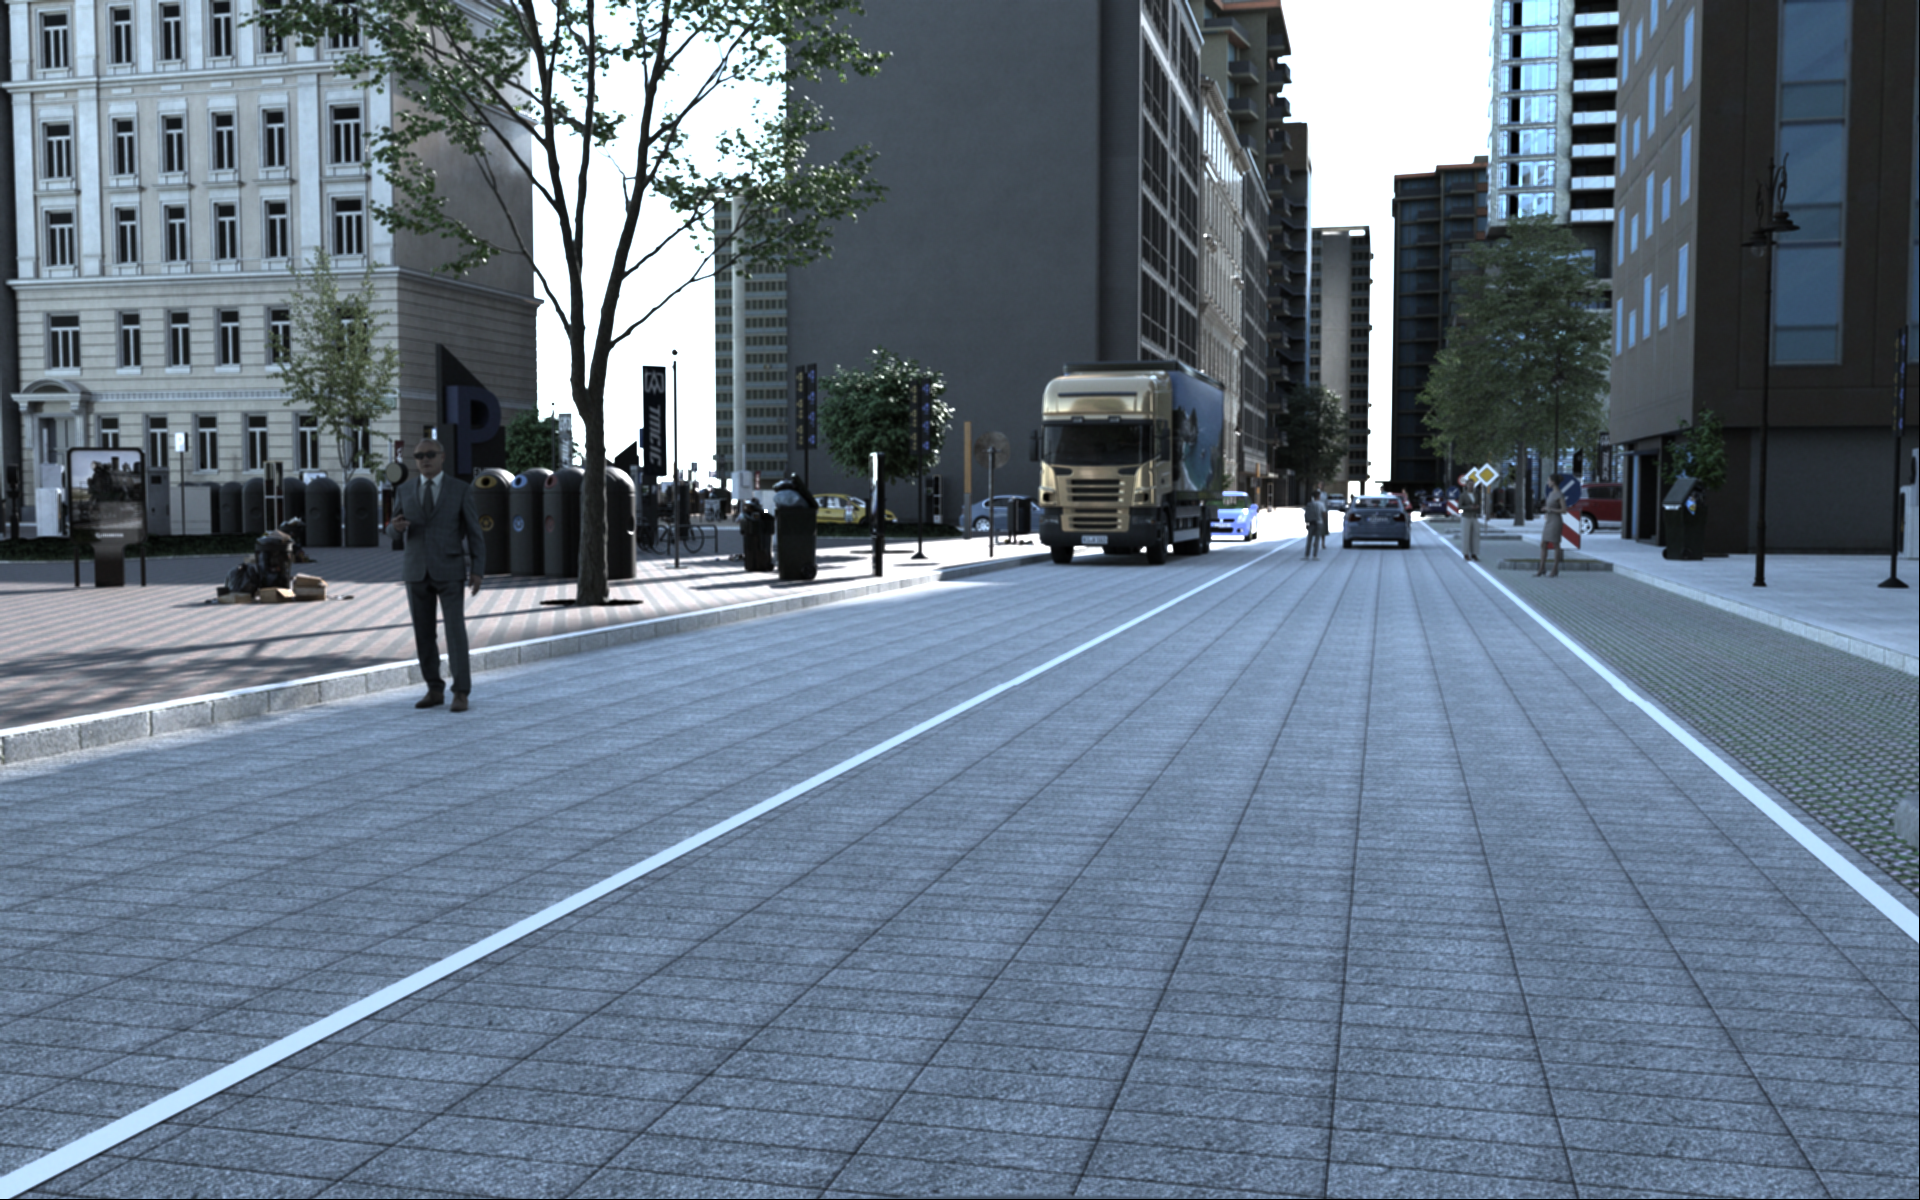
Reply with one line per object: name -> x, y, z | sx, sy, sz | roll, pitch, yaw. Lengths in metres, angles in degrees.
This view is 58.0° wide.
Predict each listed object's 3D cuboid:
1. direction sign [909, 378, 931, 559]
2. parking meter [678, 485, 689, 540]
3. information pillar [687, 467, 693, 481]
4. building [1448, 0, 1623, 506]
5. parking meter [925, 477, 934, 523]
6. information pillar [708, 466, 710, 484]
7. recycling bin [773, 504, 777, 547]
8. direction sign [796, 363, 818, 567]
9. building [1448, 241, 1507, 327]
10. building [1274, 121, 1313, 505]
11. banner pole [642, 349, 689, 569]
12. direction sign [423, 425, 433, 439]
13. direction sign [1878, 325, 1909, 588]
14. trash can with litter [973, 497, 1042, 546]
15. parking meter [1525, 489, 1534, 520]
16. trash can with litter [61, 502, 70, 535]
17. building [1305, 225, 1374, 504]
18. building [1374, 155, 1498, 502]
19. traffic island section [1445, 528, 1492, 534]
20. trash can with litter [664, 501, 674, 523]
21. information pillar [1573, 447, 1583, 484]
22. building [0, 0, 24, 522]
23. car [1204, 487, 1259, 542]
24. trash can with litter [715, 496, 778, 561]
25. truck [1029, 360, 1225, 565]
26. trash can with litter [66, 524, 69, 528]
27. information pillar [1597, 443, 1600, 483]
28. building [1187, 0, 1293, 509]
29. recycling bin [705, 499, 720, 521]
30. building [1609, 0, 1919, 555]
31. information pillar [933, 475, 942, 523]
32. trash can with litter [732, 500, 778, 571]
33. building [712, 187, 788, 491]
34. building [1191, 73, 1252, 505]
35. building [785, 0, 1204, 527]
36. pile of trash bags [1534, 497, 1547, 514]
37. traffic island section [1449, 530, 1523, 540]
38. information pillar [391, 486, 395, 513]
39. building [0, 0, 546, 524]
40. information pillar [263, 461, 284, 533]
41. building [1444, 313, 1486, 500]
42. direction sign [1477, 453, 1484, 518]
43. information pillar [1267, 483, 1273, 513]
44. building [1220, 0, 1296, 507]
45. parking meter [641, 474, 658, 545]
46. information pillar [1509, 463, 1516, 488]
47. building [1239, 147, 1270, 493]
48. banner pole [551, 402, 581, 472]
direction sign -> -0.789, -2.582, 34.220 | 0.379, 3.537, 0.876 | -2, 4, -28
parking meter -> -7.784, -2.451, 48.482 | 0.372, 1.533, 0.369 | 0, 3, 0
information pillar -> -23.452, -9.723, 150.329 | 0.504, 3.616, 0.183 | 1, 4, 15
building -> 54.003, -50.982, 146.220 | 22.319, 86.520, 31.000 | 1, 4, 14
parking meter -> -1.019, -3.189, 57.850 | 0.255, 1.863, 0.399 | 0, 4, -6
information pillar -> -20.626, -9.231, 142.282 | 0.183, 3.616, 0.504 | 0, 4, -2
recycling bin -> -4.131, -1.819, 42.300 | 0.722, 1.027, 0.722 | 1, 4, 10
direction sign -> -2.700, -2.352, 30.451 | 0.379, 3.537, 0.876 | -2, 4, -28
building -> 63.056, -26.110, 198.597 | 14.160, 30.474, 14.107 | 1, 4, 14
building -> 34.169, -33.994, 205.907 | 14.200, 45.320, 14.600 | 1, 4, 14
banner pole -> -5.090, -2.431, 29.757 | 0.863, 3.779, 0.401 | -3, 4, -37
direction sign -> -17.322, -3.995, 57.323 | 0.379, 3.537, 0.876 | 3, 5, 44
direction sign -> 12.820, -1.938, 23.689 | 0.379, 3.537, 0.876 | 1, 4, 20
trash can with litter -> 1.324, -2.013, 43.963 | 1.678, 1.210, 2.233 | -1, 4, -12
parking meter -> 27.799, -4.654, 84.504 | 0.372, 1.533, 0.369 | 0, 3, 0
trash can with litter -> -28.066, -2.619, 54.202 | 0.624, 1.170, 1.055 | 2, 4, 27
building -> 44.128, -33.336, 236.920 | 23.993, 40.220, 32.217 | 1, 4, 14
building -> 69.193, -34.941, 225.911 | 28.867, 44.769, 22.147 | 1, 4, 14
traffic island section -> 18.658, -2.481, 62.845 | 2.009, 0.180, 2.903 | 1, 4, 14
trash can with litter -> -12.663, -3.993, 76.670 | 1.055, 1.170, 0.624 | 2, 4, 31
information pillar -> 30.757, -5.803, 86.227 | 0.504, 3.616, 0.183 | 3, 5, 39
building -> -51.514, -16.389, 85.984 | 19.932, 24.808, 12.078 | 1, 4, 14
car -> 8.260, -2.685, 53.496 | 1.945, 1.707, 3.694 | 1, 4, 14
trash can with litter -> -3.941, -1.380, 33.626 | 1.678, 1.210, 2.233 | -1, 4, -17
truck -> 3.990, -3.050, 38.779 | 2.839, 4.237, 11.283 | 1, 4, 16
trash can with litter -> -33.285, -3.357, 65.947 | 2.233, 1.210, 1.678 | -2, 4, -24
information pillar -> 29.471, -5.403, 79.689 | 0.504, 3.616, 0.183 | -3, 5, -40
building -> 17.932, -30.603, 154.981 | 22.147, 44.769, 28.867 | 1, 4, 14
recycling bin -> -12.062, -4.395, 84.405 | 0.722, 1.027, 0.722 | -1, 4, -10
building -> 23.894, -23.888, 40.678 | 14.600, 45.320, 14.200 | 1, 4, 14
information pillar -> -0.874, -3.880, 67.932 | 0.304, 2.012, 0.304 | 1, 4, 15
trash can with litter -> -3.183, -1.082, 29.073 | 1.055, 1.170, 0.624 | -2, 4, -27
building -> -15.024, -31.610, 208.703 | 23.993, 40.220, 32.217 | 1, 4, 14
building -> 9.943, -18.667, 102.463 | 12.463, 27.353, 25.104 | 1, 4, 14
building -> 2.712, -17.460, 78.981 | 14.314, 27.812, 24.014 | 1, 4, 14
pile of trash bags -> 37.019, -6.278, 112.397 | 1.912, 1.369, 3.447 | 0, 4, -5
traffic island section -> 16.743, -2.007, 55.092 | 2.009, 0.180, 2.903 | 1, 4, 14
information pillar -> -19.177, -3.329, 58.920 | 0.304, 2.012, 0.304 | -1, 4, -23
building -> -31.888, -18.099, 81.824 | 20.117, 28.700, 13.634 | 1, 4, 14
information pillar -> -15.372, -2.100, 38.825 | 0.304, 2.012, 0.304 | 1, 4, 13
building -> 64.229, -20.271, 176.477 | 27.650, 21.520, 28.899 | 1, 4, 14
direction sign -> 28.186, -6.235, 93.941 | 0.379, 3.537, 0.876 | 0, 4, -5
information pillar -> 21.499, -7.078, 120.223 | 0.304, 2.012, 0.304 | 0, 4, -7
building -> 24.410, -45.311, 179.083 | 20.563, 71.187, 20.611 | 1, 4, 14
parking meter -> -7.827, -2.323, 43.691 | 0.255, 1.863, 0.399 | 2, 4, 24
information pillar -> 41.418, -8.473, 129.891 | 0.504, 3.616, 0.183 | 3, 5, 42
building -> 14.589, -20.379, 126.696 | 14.314, 27.812, 24.014 | 1, 4, 14
banner pole -> -10.803, -3.479, 46.896 | 0.863, 3.779, 0.401 | 2, 4, 24
